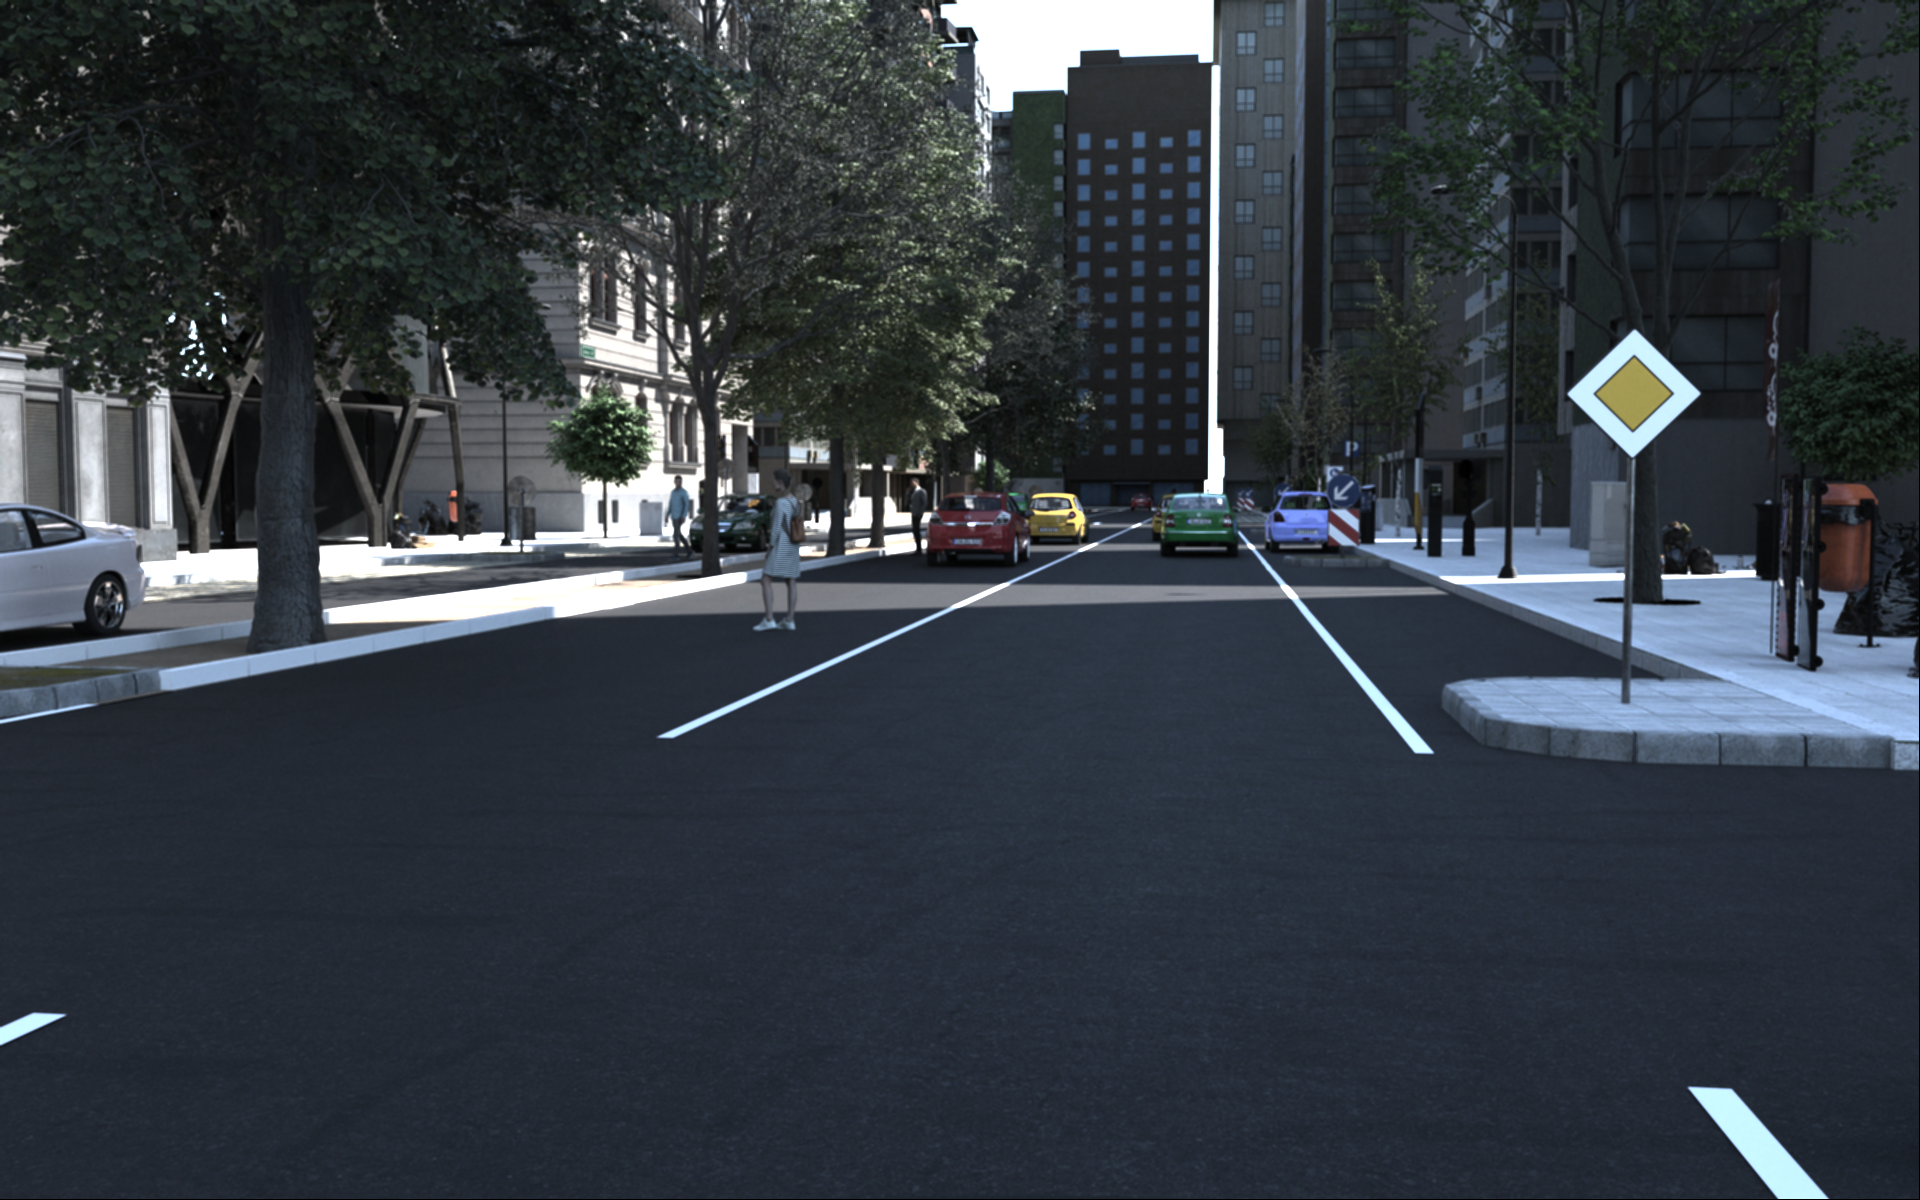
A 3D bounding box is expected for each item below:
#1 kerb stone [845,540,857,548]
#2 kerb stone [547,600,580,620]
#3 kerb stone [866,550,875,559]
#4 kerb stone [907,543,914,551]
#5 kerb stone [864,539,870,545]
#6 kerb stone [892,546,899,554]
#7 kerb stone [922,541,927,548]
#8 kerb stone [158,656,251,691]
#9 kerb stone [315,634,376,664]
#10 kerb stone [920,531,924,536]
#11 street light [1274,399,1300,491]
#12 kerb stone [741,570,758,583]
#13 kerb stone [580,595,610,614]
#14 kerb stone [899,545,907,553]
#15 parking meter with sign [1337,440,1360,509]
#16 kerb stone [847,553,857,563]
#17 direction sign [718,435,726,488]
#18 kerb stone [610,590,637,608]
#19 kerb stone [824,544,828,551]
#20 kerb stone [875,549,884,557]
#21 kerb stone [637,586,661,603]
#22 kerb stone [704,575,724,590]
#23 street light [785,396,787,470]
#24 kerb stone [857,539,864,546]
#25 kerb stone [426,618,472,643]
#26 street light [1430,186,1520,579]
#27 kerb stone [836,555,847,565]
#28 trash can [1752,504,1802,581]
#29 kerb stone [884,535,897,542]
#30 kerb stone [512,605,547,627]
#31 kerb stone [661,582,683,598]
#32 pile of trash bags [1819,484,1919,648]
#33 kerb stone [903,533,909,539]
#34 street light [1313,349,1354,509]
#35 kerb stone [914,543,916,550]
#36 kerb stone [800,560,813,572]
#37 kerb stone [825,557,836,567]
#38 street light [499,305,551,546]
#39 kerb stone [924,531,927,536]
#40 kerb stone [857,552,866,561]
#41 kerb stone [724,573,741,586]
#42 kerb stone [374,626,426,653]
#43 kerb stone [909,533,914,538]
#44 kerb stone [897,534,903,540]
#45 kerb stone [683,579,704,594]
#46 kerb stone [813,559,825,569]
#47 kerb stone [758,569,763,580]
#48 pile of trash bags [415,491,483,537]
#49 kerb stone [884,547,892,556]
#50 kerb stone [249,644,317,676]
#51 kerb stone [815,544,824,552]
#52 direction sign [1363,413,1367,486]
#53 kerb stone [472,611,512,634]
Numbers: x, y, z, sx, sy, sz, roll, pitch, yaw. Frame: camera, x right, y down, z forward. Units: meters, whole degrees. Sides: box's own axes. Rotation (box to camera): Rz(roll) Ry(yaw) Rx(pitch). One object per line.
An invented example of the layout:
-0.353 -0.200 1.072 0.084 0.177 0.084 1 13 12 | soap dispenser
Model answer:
-3.011 -1.508 46.849 0.120 0.150 1.000 0 4 8 | kerb stone
-4.686 0.124 20.162 0.120 0.150 1.000 0 4 8 | kerb stone
-2.087 -0.992 38.414 0.120 0.150 1.000 0 4 8 | kerb stone
-1.368 -1.302 43.483 0.120 0.150 1.000 0 4 8 | kerb stone
-2.723 -1.629 48.875 0.120 0.150 1.000 0 4 8 | kerb stone
-1.657 -1.175 41.459 0.120 0.150 1.000 0 4 8 | kerb stone
-1.085 -1.426 45.508 0.120 0.150 1.000 0 4 8 | kerb stone
-5.702 0.559 13.069 0.120 0.150 1.000 0 4 8 | kerb stone
-5.409 0.434 15.094 0.120 0.150 1.000 0 4 8 | kerb stone
-1.422 -2.186 58.015 0.120 0.150 1.000 0 4 8 | kerb stone
16.051 -6.861 84.717 1.470 5.913 1.316 0 4 8 | street light
-3.534 -0.367 28.278 0.120 0.150 1.000 0 4 8 | kerb stone
-4.546 0.062 21.179 0.120 0.150 1.000 0 4 8 | kerb stone
-1.516 -1.240 42.471 0.120 0.150 1.000 0 4 8 | kerb stone
12.732 -3.721 57.104 0.543 3.016 1.738 0 4 2 | parking meter with sign
-2.383 -0.868 36.387 0.120 0.150 1.000 0 4 8 | kerb stone
-9.136 -4.555 66.479 0.379 3.537 0.876 -2 4 -26 | direction sign
-4.399 0.000 22.192 0.120 0.150 1.000 0 4 8 | kerb stone
-3.446 -1.322 43.807 0.120 0.150 1.000 0 4 8 | kerb stone
-1.945 -1.052 39.428 0.120 0.150 1.000 0 4 8 | kerb stone
-4.261 -0.062 23.205 0.120 0.150 1.000 0 4 8 | kerb stone
-3.818 -0.248 26.253 0.120 0.150 1.000 0 4 8 | kerb stone
-6.632 -6.030 71.137 1.470 5.913 1.316 0 4 8 | street light
-2.867 -1.570 47.863 0.120 0.150 1.000 0 4 8 | kerb stone
-5.121 0.310 17.123 0.120 0.150 1.000 0 4 8 | kerb stone
7.788 -3.282 26.197 1.470 5.913 1.316 0 4 8 | street light
-2.525 -0.806 35.372 0.120 0.150 1.000 0 4 8 | kerb stone
12.175 -0.862 25.754 0.748 1.137 0.748 0 3 0 | trash can
-2.150 -1.881 52.949 0.120 0.150 1.000 0 4 8 | kerb stone
-4.836 0.189 19.148 0.120 0.150 1.000 0 4 8 | kerb stone
-4.111 -0.124 24.217 0.120 0.150 1.000 0 4 8 | kerb stone
8.727 -0.348 15.450 3.447 1.369 1.912 -2 4 -31 | pile of trash bags
-1.854 -2.003 54.974 0.120 0.150 1.000 0 4 8 | kerb stone
11.994 -5.071 55.459 1.470 5.913 1.316 0 4 8 | street light
-1.226 -1.364 44.495 0.120 0.150 1.000 0 4 8 | kerb stone
-2.957 -0.620 32.331 0.120 0.150 1.000 0 4 8 | kerb stone
-2.672 -0.741 34.359 0.120 0.150 1.000 0 4 8 | kerb stone
-10.709 -4.289 42.664 1.470 5.913 1.316 0 4 8 | street light
-1.269 -2.253 59.025 0.120 0.150 1.000 0 4 8 | kerb stone
-2.230 -0.930 37.398 0.120 0.150 1.000 0 4 8 | kerb stone
-3.678 -0.310 27.266 0.120 0.150 1.000 0 4 8 | kerb stone
-5.270 0.372 16.107 0.120 0.150 1.000 0 4 8 | kerb stone
-1.705 -2.063 55.986 0.120 0.150 1.000 0 4 8 | kerb stone
-1.990 -1.943 53.959 0.120 0.150 1.000 0 4 8 | kerb stone
-3.972 -0.186 25.240 0.120 0.150 1.000 0 4 8 | kerb stone
-2.810 -0.682 33.345 0.120 0.150 1.000 0 4 8 | kerb stone
-3.388 -0.434 29.290 0.120 0.150 1.000 0 4 8 | kerb stone
-15.723 -2.676 53.508 1.912 1.369 3.447 -1 4 -23 | pile of trash bags
-1.790 -1.113 40.445 0.120 0.150 1.000 0 4 8 | kerb stone
-5.558 0.498 14.083 0.120 0.150 1.000 0 4 8 | kerb stone
-3.589 -1.258 42.795 0.120 0.150 1.000 0 4 8 | kerb stone
11.450 -3.485 48.985 0.379 3.537 0.876 1 4 10 | direction sign
-4.974 0.248 18.135 0.120 0.150 1.000 0 4 8 | kerb stone
